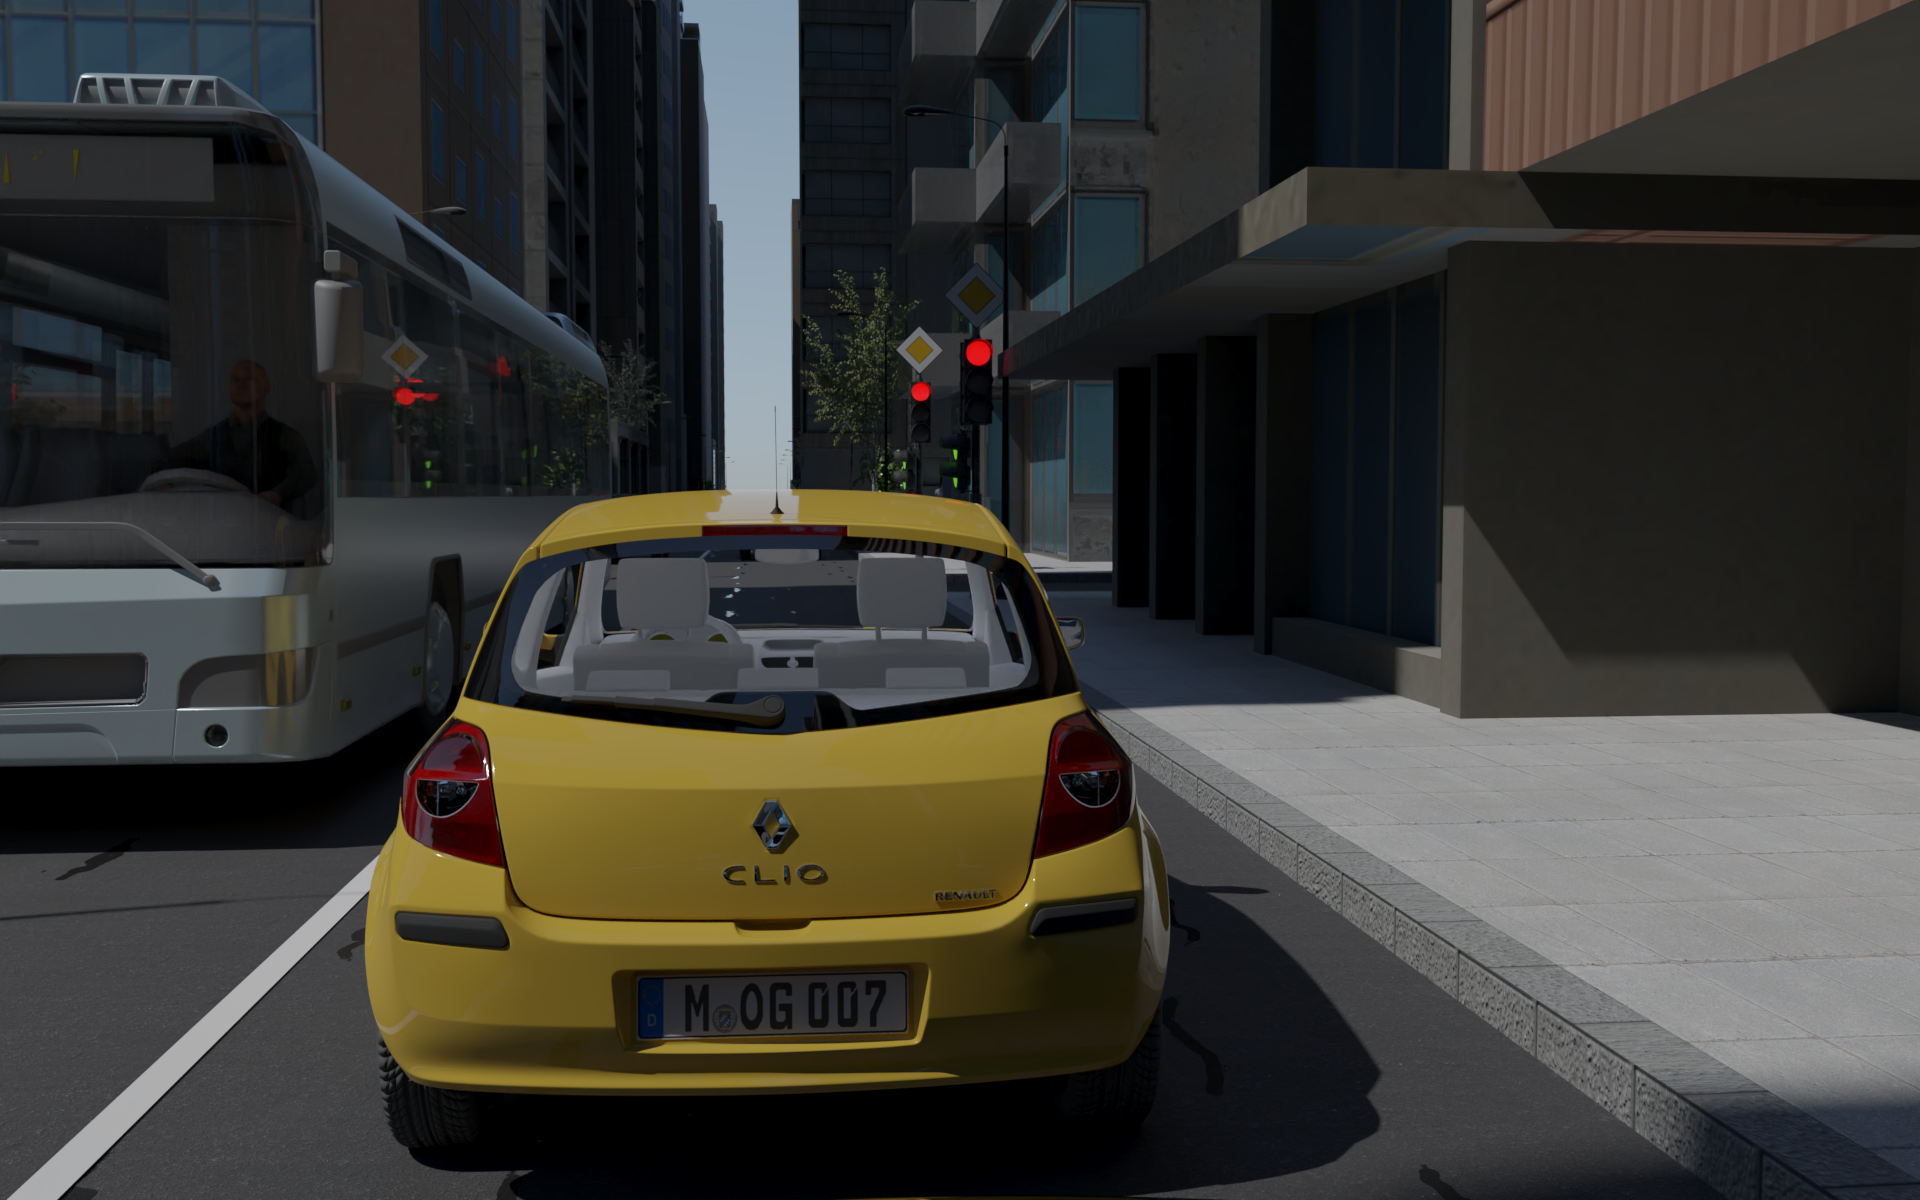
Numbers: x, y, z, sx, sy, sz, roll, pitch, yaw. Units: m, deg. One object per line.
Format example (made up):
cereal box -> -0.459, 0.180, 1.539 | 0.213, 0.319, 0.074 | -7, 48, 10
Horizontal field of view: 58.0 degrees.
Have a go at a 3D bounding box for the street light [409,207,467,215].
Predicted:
street light -> -8.676, -3.400, 28.135 | 1.470, 5.913, 1.316 | 0, 4, -6

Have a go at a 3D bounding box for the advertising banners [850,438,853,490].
advertising banners -> -3.293, -3.437, 52.379 | 0.090, 3.025, 2.074 | 0, 4, -4

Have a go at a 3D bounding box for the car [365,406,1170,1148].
car -> -0.530, 0.302, 5.282 | 2.015, 1.641, 3.980 | 0, 4, -5

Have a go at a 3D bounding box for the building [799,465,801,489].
building -> -2.601, -42.852, 138.875 | 20.563, 71.187, 20.611 | 0, 4, -6

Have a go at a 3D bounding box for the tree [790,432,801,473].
tree -> -16.956, -14.881, 193.663 | 4.360, 8.622, 3.978 | 0, 3, 0

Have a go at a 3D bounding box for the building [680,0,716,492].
building -> -41.368, -55.037, 212.521 | 22.319, 86.520, 31.000 | 0, 4, -6

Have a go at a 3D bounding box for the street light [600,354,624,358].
street light -> -11.865, -5.207, 57.668 | 1.470, 5.913, 1.316 | 0, 4, -6

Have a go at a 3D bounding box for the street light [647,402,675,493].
street light -> -15.127, -7.000, 86.994 | 1.470, 5.913, 1.316 | 0, 4, -6

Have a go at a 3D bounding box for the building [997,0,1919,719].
building -> 12.682, -21.560, 7.132 | 22.147, 44.769, 28.867 | 0, 4, -6

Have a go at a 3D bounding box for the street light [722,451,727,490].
street light -> -26.205, -13.109, 186.875 | 1.470, 5.913, 1.316 | 0, 4, -6

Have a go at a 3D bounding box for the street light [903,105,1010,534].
street light -> 0.016, -2.960, 20.931 | 1.470, 5.913, 1.316 | 0, 4, -6

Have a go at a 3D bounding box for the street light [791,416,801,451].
street light -> -9.169, -8.003, 103.398 | 1.470, 5.913, 1.316 | 0, 4, -6

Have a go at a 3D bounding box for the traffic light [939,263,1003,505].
traffic light -> 0.176, -1.974, 21.201 | 0.839, 4.253, 0.868 | 0, 4, -6

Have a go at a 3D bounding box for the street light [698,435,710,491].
street light -> -20.486, -9.941, 135.069 | 1.470, 5.913, 1.316 | 0, 4, -6

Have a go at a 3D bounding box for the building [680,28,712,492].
building -> -31.867, -31.667, 167.864 | 14.600, 45.320, 14.200 | 0, 4, -6

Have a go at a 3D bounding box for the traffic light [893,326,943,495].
traffic light -> -0.701, -2.460, 29.138 | 0.839, 4.253, 0.868 | 0, 4, -6

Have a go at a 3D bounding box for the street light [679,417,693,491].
street light -> -16.993, -8.078, 104.614 | 1.470, 5.913, 1.316 | 0, 4, -6

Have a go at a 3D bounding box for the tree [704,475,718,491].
tree -> -25.887, -11.313, 179.568 | 1.663, 3.219, 1.824 | 0, 3, 0

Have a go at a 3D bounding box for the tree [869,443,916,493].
tree -> -2.550, -3.950, 59.185 | 1.663, 3.219, 1.824 | 0, 3, 0

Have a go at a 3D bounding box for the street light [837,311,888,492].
street light -> -2.429, -4.382, 44.183 | 1.470, 5.913, 1.316 | 0, 4, -6

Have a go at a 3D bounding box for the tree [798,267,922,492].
tree -> -2.992, -6.428, 55.467 | 4.737, 8.622, 4.395 | 0, 3, 0

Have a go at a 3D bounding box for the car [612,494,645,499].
car -> -7.267, -1.565, 37.389 | 2.131, 1.459, 4.920 | 0, 4, -7

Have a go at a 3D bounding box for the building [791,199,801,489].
building -> -17.882, -37.045, 255.800 | 14.600, 45.320, 14.200 | 0, 4, -6

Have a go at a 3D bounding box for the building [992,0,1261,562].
building -> 13.664, -25.837, 42.042 | 30.456, 49.044, 23.786 | 0, 4, -6

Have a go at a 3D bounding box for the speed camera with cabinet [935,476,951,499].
speed camera with cabinet -> -0.418, -3.789, 56.280 | 0.660, 3.252, 2.038 | 0, 4, -7

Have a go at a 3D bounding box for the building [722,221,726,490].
building -> -41.391, -34.711, 251.114 | 14.154, 41.232, 14.086 | 0, 4, -6

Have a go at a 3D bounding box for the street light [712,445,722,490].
street light -> -23.640, -11.741, 164.512 | 1.470, 5.913, 1.316 | 0, 4, -6

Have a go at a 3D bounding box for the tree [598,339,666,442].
tree -> -15.881, -8.009, 81.308 | 4.360, 8.622, 3.978 | 0, 3, 0

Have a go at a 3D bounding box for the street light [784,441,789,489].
street light -> -14.284, -10.889, 150.582 | 1.470, 5.913, 1.316 | 0, 4, -6

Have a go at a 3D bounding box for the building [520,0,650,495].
building -> -22.398, -38.234, 63.376 | 20.563, 71.187, 20.611 | 0, 4, -6

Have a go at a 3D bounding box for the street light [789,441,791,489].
street light -> -11.042, -9.095, 121.243 | 1.470, 5.913, 1.316 | 0, 4, -6

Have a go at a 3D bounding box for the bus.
bus -> -4.447, -1.072, 12.388 | 2.948, 3.499, 13.247 | 0, 4, -6

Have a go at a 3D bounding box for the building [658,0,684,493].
building -> -29.816, -35.030, 114.742 | 21.231, 58.520, 28.212 | 0, 4, -6

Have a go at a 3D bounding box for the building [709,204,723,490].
building -> -40.269, -33.827, 236.662 | 14.154, 41.232, 14.086 | 0, 4, -6

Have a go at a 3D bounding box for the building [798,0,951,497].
building -> 0.723, -23.472, 67.369 | 14.154, 41.232, 14.086 | 0, 4, -6

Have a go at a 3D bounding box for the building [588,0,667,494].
building -> -23.385, -19.637, 92.769 | 14.160, 30.474, 14.107 | 0, 4, -6

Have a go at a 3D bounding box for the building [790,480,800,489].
building -> -6.991, -33.389, 237.792 | 32.217, 40.220, 23.993 | 0, 4, -6

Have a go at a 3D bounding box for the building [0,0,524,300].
building -> -18.125, -23.793, 39.124 | 14.600, 45.320, 14.200 | 0, 4, -6
